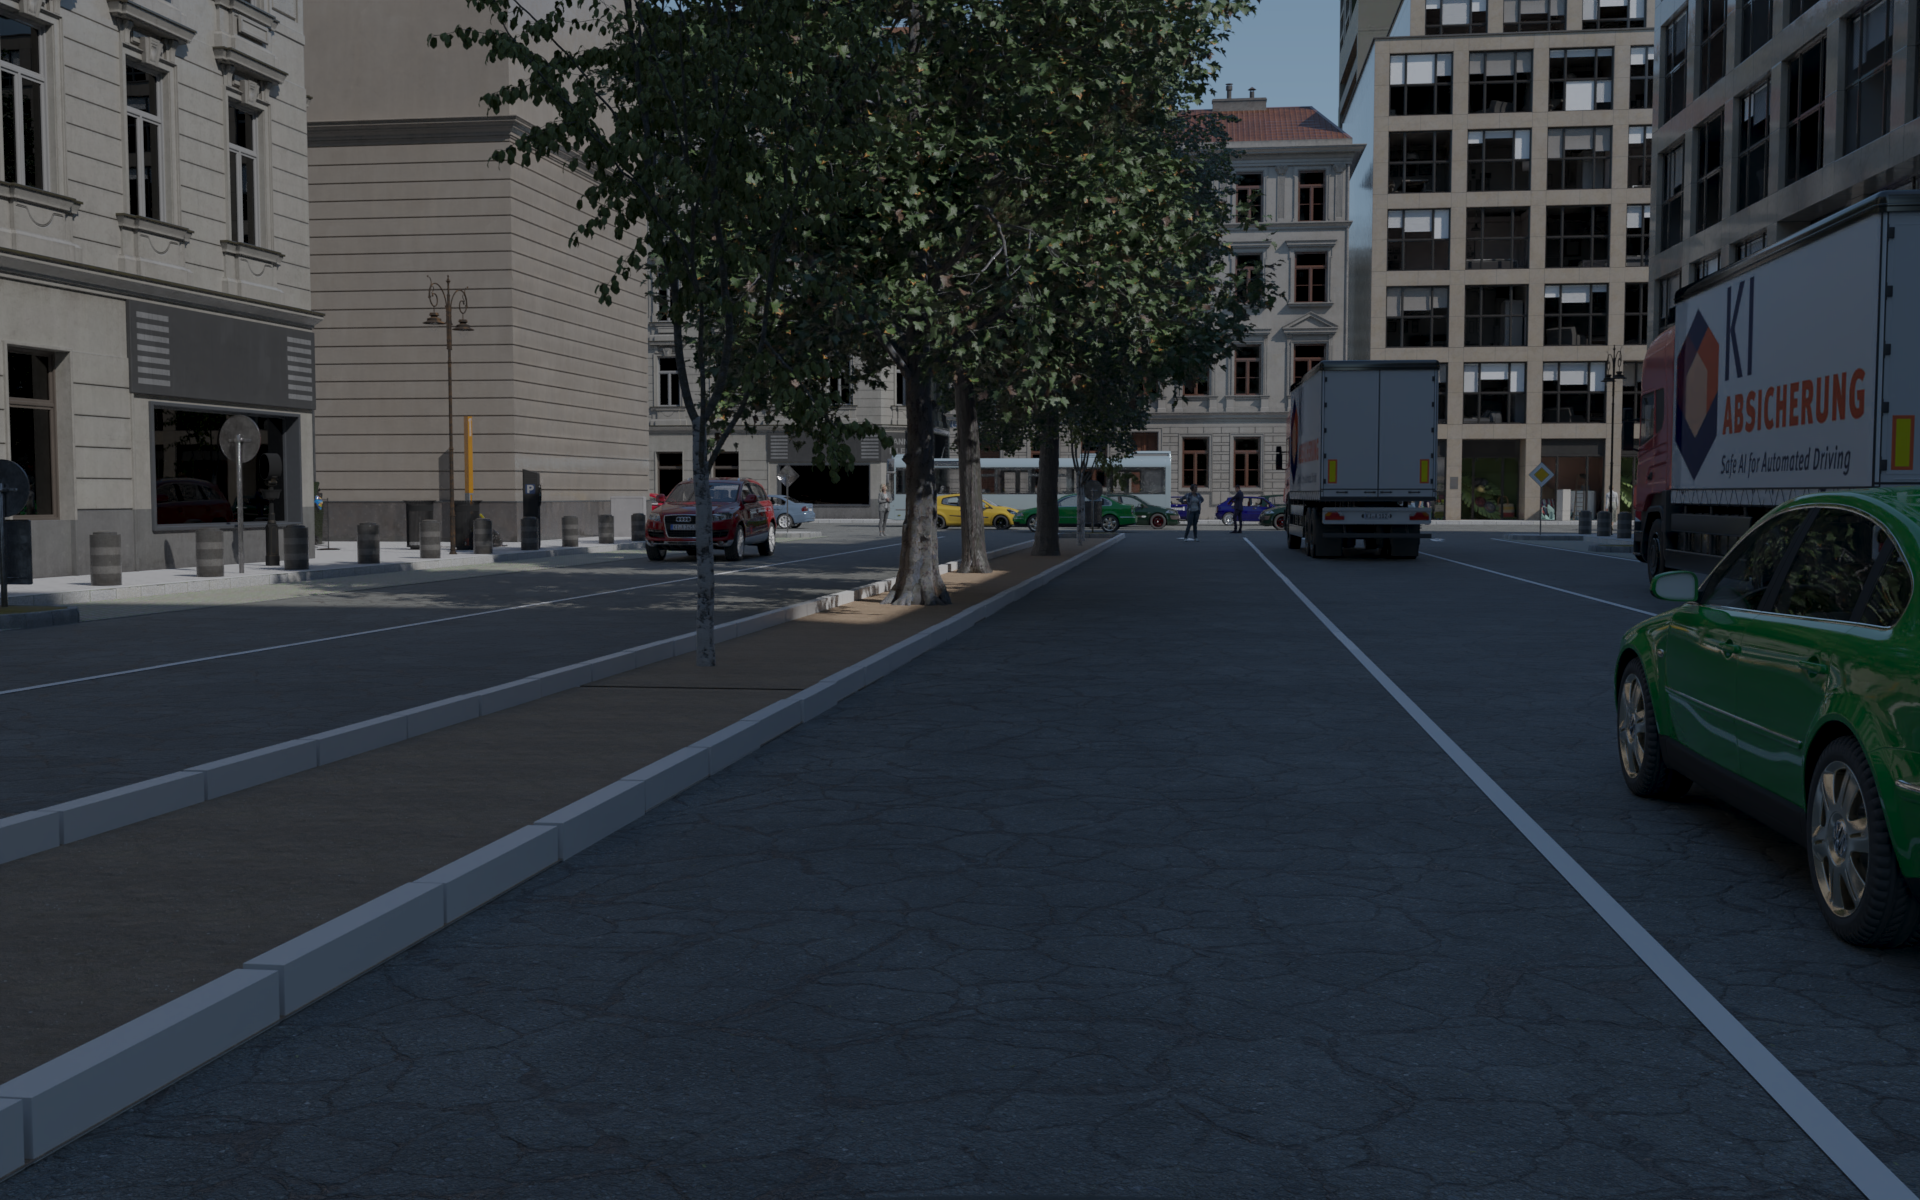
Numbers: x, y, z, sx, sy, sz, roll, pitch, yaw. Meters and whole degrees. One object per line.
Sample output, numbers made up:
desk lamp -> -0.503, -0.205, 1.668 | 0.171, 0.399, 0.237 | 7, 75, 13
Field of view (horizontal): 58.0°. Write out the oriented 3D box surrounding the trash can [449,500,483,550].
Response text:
trash can -> -11.325, -1.716, 39.714 | 0.748, 1.137, 0.748 | 0, 3, 0

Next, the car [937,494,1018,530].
car -> 0.591, -3.676, 70.334 | 3.980, 1.641, 2.015 | 1, 4, 9

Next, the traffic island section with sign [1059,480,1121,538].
traffic island section with sign -> 4.298, -2.969, 56.679 | 2.006, 1.907, 1.989 | 0, 4, 8

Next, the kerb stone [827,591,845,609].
kerb stone -> -1.640, 0.025, 21.794 | 0.120, 0.150, 1.000 | 0, 4, 8

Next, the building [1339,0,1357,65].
building -> 51.952, -46.430, 197.389 | 20.563, 71.187, 20.611 | 0, 4, 8

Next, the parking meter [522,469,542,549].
parking meter -> -9.988, -2.125, 40.450 | 0.399, 1.863, 0.255 | 0, 4, -1

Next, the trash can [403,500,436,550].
trash can -> -12.459, -1.731, 39.958 | 0.748, 1.137, 0.748 | 0, 3, 0

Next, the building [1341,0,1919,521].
building -> 38.139, -17.531, 91.154 | 34.151, 26.468, 19.350 | 0, 4, 8

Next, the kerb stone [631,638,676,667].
kerb stone -> -2.637, 0.461, 14.662 | 0.120, 0.150, 1.000 | 0, 4, 8

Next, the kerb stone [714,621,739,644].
kerb stone -> -2.348, 0.336, 16.700 | 0.120, 0.150, 1.000 | 0, 4, 8

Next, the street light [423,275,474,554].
street light -> -10.787, -3.907, 36.675 | 0.468, 5.910, 1.993 | 0, 4, 8

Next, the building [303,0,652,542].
building -> -22.976, -15.618, 52.622 | 25.104, 27.353, 12.463 | 0, 4, 8

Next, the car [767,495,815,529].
car -> -8.309, -3.682, 72.206 | 4.499, 1.417, 2.014 | 1, 4, 9

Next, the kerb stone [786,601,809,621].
kerb stone -> -1.921, 0.149, 19.758 | 0.120, 0.150, 1.000 | 0, 4, 8

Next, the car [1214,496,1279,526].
car -> 13.543, -4.050, 78.792 | 3.894, 1.354, 1.945 | 0, 4, 7

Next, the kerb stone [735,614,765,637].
kerb stone -> -2.202, 0.274, 17.716 | 0.120, 0.150, 1.000 | 0, 4, 8

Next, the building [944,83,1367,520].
building -> 9.882, -15.575, 90.800 | 21.152, 22.565, 11.583 | 0, 4, 8

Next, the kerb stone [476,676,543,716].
kerb stone -> -3.053, 0.654, 11.596 | 0.120, 0.150, 1.000 | 0, 4, 8

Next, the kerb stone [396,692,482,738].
kerb stone -> -3.203, 0.713, 10.581 | 0.120, 0.150, 1.000 | 0, 4, 8

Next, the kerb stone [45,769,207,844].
kerb stone -> -3.627, 0.901, 7.531 | 0.120, 0.150, 1.000 | 0, 4, 8

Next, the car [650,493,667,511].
car -> -11.936, -3.581, 67.582 | 4.494, 1.783, 2.155 | 0, 4, 7

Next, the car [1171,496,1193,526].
car -> 10.048, -4.118, 79.912 | 1.945, 1.354, 3.894 | 1, 4, 9

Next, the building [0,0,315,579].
building -> -23.276, -14.636, 15.708 | 17.030, 29.872, 44.131 | 0, 4, 8

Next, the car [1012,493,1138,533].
car -> 4.329, -3.450, 65.200 | 4.718, 1.807, 1.959 | 1, 4, 8

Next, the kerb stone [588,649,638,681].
kerb stone -> -2.777, 0.526, 13.646 | 0.120, 0.150, 1.000 | 0, 4, 8

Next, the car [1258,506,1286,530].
car -> 14.074, -3.640, 69.297 | 4.222, 1.686, 2.009 | 0, 4, 7

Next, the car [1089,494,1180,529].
car -> 6.937, -3.752, 71.130 | 4.222, 1.686, 2.009 | 1, 4, 9

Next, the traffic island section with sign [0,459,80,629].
traffic island section with sign -> -10.863, -0.630, 18.932 | 1.989, 1.847, 2.006 | 0, 4, 8

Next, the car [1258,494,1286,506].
car -> 15.705, -4.368, 81.199 | 4.222, 1.686, 2.009 | 1, 4, 9

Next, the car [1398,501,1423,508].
car -> 17.843, -3.864, 75.183 | 4.499, 1.417, 2.014 | 1, 4, 8

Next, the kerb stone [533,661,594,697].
kerb stone -> -2.919, 0.589, 12.619 | 0.120, 0.150, 1.000 | 0, 4, 8

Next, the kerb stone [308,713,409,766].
kerb stone -> -3.340, 0.774, 9.564 | 0.120, 0.150, 1.000 | 0, 4, 8

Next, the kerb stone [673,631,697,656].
kerb stone -> -2.485, 0.400, 15.680 | 0.120, 0.150, 1.000 | 0, 4, 8

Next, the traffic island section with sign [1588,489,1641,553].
traffic island section with sign -> 16.661, -2.088, 42.764 | 1.989, 1.847, 2.006 | 0, 4, 8

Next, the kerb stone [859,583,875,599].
kerb stone -> -1.352, -0.100, 23.833 | 0.120, 0.150, 1.000 | 0, 4, 8

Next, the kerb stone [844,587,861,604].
kerb stone -> -1.499, -0.031, 22.817 | 0.120, 0.150, 1.000 | 0, 4, 8

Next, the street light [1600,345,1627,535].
street light -> 20.241, -4.951, 53.743 | 0.468, 5.910, 1.993 | 0, 4, 8

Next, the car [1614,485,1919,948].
car -> 3.862, 0.127, 6.719 | 1.959, 1.807, 4.718 | 0, 4, 8

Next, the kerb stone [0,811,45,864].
kerb stone -> -3.769, 0.959, 6.512 | 0.120, 0.150, 1.000 | 0, 4, 8

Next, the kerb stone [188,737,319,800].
kerb stone -> -3.485, 0.835, 8.548 | 0.120, 0.150, 1.000 | 0, 4, 8

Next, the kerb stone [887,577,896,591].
kerb stone -> -1.068, -0.225, 25.871 | 0.120, 0.150, 1.000 | 0, 4, 8

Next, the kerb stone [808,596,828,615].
kerb stone -> -1.776, 0.088, 20.777 | 0.120, 0.150, 1.000 | 0, 4, 8

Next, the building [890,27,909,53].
building -> -4.115, -31.286, 166.142 | 22.147, 44.769, 28.867 | 0, 4, 8

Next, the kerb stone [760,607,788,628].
kerb stone -> -2.065, 0.211, 18.742 | 0.120, 0.150, 1.000 | 0, 4, 8

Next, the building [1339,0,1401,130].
building -> 46.986, -32.939, 162.248 | 21.300, 48.544, 21.600 | 0, 4, 8

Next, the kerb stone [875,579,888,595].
kerb stone -> -1.212, -0.159, 24.852 | 0.120, 0.150, 1.000 | 0, 4, 8

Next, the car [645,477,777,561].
car -> -5.516, -1.845, 38.840 | 2.281, 1.827, 5.304 | 0, 4, 6

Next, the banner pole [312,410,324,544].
banner pole -> -16.886, -3.343, 44.682 | 0.863, 3.779, 0.401 | 0, 4, 1

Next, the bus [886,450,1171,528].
bus -> 2.534, -4.938, 75.600 | 13.247, 3.499, 2.948 | 0, 4, 7

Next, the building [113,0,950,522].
building -> -21.974, -19.698, 98.470 | 44.131, 29.872, 17.030 | 0, 4, 8
